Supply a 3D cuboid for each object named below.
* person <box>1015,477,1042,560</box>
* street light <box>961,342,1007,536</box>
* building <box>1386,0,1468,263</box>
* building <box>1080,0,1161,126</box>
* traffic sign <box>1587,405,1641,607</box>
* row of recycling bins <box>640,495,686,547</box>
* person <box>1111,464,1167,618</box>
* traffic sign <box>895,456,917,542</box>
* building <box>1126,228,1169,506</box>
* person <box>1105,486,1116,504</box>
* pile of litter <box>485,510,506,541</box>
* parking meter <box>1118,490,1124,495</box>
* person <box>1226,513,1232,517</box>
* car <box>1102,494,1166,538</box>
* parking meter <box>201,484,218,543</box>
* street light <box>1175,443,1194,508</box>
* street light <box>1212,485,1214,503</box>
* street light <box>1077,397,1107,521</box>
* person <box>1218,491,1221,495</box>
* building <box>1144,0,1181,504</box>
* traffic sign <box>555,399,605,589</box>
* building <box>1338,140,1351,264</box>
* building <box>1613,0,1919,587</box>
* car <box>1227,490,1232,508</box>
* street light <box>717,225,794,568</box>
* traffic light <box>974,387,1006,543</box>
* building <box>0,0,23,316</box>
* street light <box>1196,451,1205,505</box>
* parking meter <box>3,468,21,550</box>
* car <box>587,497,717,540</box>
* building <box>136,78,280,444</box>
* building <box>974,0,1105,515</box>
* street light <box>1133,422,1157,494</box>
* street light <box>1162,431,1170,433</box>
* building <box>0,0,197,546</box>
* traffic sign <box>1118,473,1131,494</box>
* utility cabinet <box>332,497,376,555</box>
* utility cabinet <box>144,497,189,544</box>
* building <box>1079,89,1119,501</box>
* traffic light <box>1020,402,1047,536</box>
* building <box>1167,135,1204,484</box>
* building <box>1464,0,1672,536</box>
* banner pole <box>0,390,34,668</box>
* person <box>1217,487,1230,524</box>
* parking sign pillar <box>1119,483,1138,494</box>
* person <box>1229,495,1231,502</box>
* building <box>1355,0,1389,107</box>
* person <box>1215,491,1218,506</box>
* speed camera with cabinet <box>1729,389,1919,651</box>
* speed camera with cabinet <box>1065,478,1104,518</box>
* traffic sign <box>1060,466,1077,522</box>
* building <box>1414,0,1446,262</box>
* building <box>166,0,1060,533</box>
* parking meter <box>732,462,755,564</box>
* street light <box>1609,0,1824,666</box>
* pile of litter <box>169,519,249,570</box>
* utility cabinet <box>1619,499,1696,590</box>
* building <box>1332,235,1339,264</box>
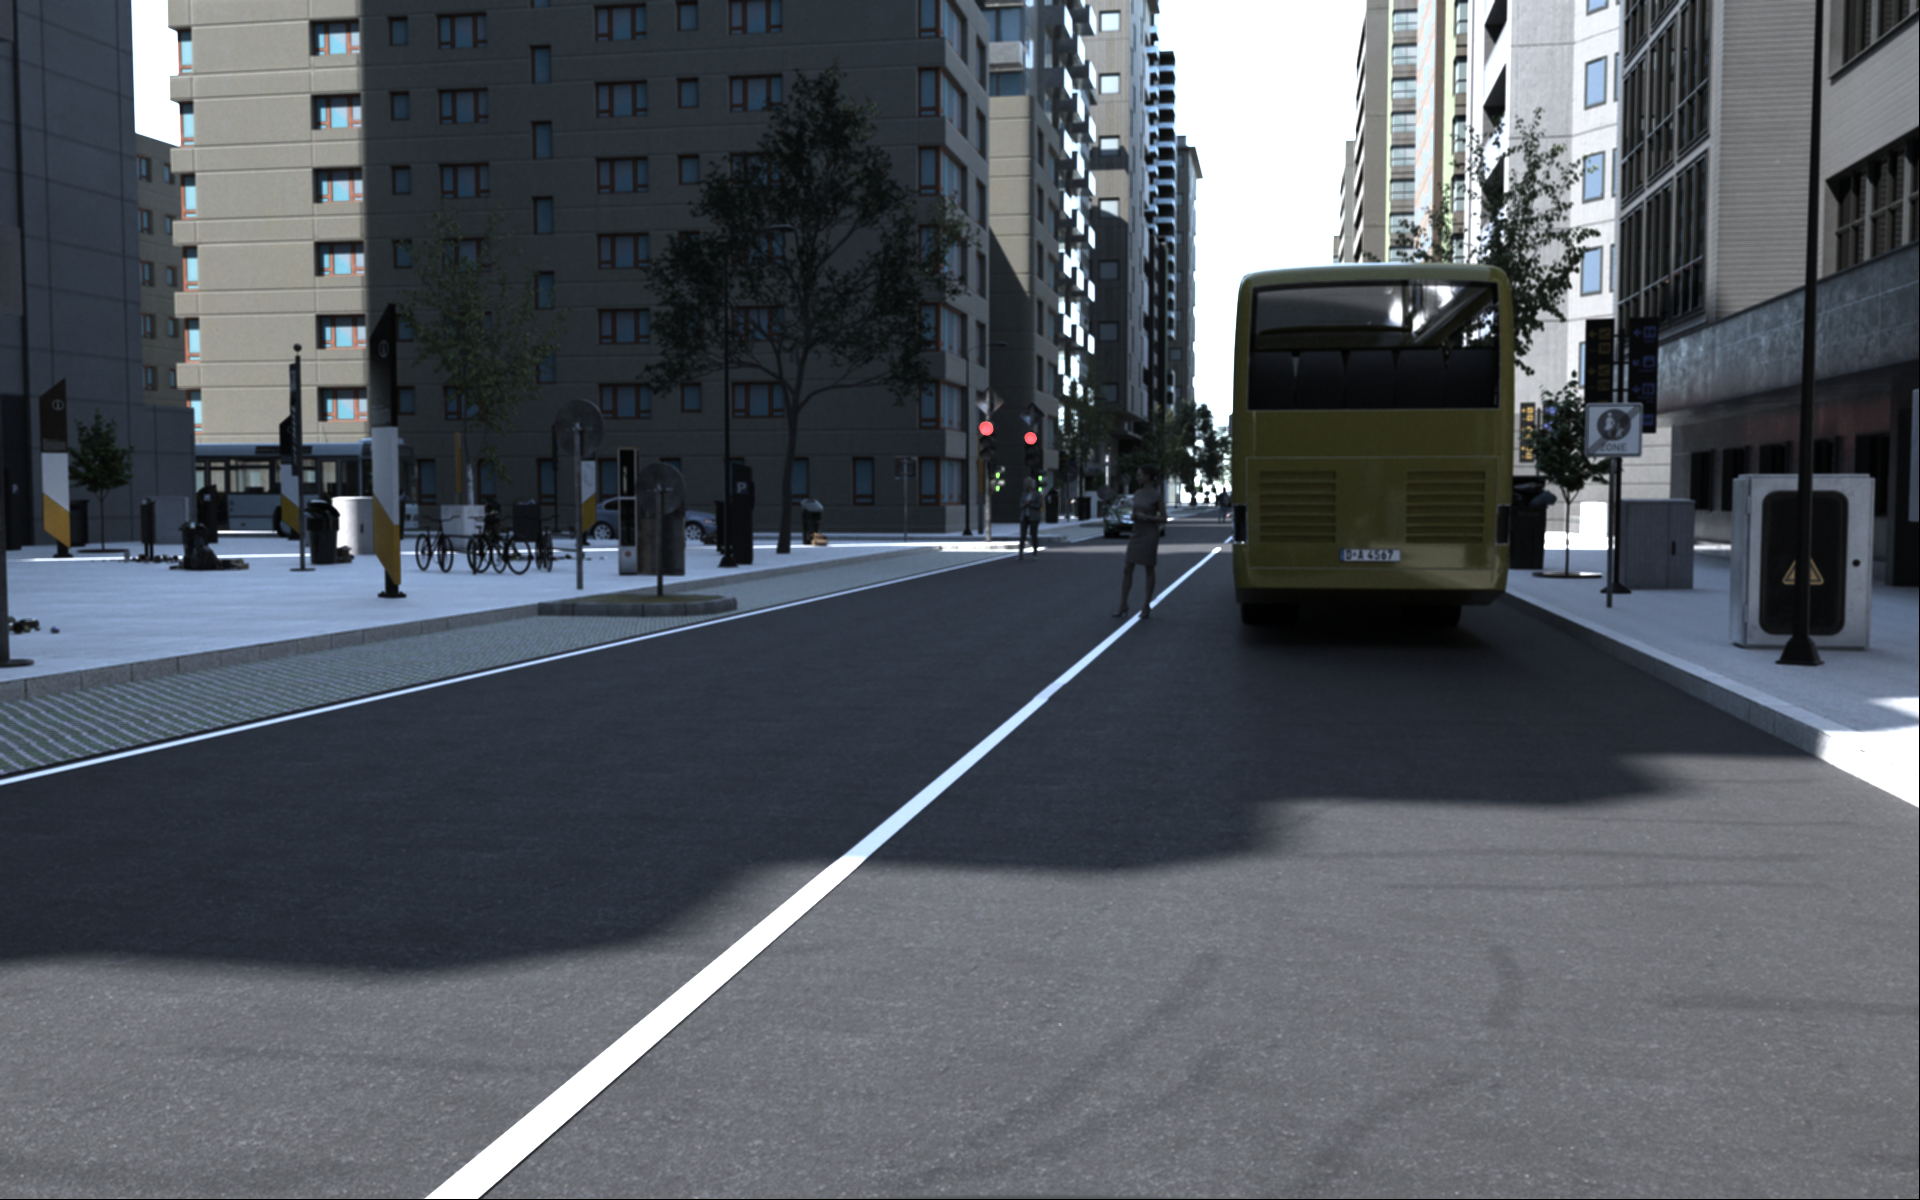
[{"bbox_3d":[1.524,-1.774,37.681,0.537,1.800,0.526,2,4,35],"label":"person"},{"bbox_3d":[0.760,-4.936,53.245,1.470,5.913,1.316,1,4,11],"label":"street light"},{"bbox_3d":[40.858,-27.749,137.289,14.154,41.232,14.086,1,4,11],"label":"building"},{"bbox_3d":[4.022,-35.370,167.537,28.713,52.752,27.495,1,4,11],"label":"building"},{"bbox_3d":[7.347,-1.064,19.532,0.606,2.300,0.079,1,4,11],"label":"traffic sign"},{"bbox_3d":[-7.318,-2.111,41.634,1.069,1.692,3.534,-1,4,-22],"label":"row of recycling bins"},{"bbox_3d":[2.085,-0.687,20.075,0.599,1.781,0.374,3,5,44],"label":"person"},{"bbox_3d":[-1.462,-2.716,46.530,0.606,2.300,0.079,1,4,15],"label":"traffic sign"},{"bbox_3d":[14.996,-25.432,187.510,14.160,30.474,14.107,1,4,11],"label":"building"},{"bbox_3d":[6.898,-4.346,79.808,0.600,1.795,0.529,0,4,8],"label":"person"},{"bbox_3d":[-13.058,-2.053,47.539,1.176,0.858,1.719,-2,4,-32],"label":"pile of litter"},{"bbox_3d":[10.279,-6.248,110.559,0.372,1.533,0.369,0,3,0],"label":"parking meter"},{"bbox_3d":[12.637,-3.951,78.595,0.738,1.151,1.012,-1,4,-18],"label":"person"},{"bbox_3d":[5.890,-2.832,58.099,2.131,1.459,4.920,1,4,10],"label":"car"},{"bbox_3d":[-19.649,-2.259,45.338,0.372,1.533,0.369,0,3,0],"label":"parking meter"},{"bbox_3d":[20.282,-11.343,157.994,1.470,5.913,1.316,1,4,11],"label":"street light"},{"bbox_3d":[30.073,-14.537,210.222,1.470,5.913,1.316,1,4,11],"label":"street light"},{"bbox_3d":[6.380,-6.777,83.337,1.470,5.913,1.316,1,4,11],"label":"street light"},{"bbox_3d":[32.147,-12.576,214.208,1.348,1.812,0.705,-3,5,-40],"label":"person"},{"bbox_3d":[18.582,-56.010,228.433,22.319,86.520,31.000,1,4,11],"label":"building"},{"bbox_3d":[-5.127,-1.417,23.281,0.768,2.556,0.104,1,4,20],"label":"traffic sign"},{"bbox_3d":[60.012,-36.700,223.753,21.300,48.544,21.600,1,4,11],"label":"building"},{"bbox_3d":[18.719,-12.465,22.870,14.314,24.678,30.058,1,4,11],"label":"building"},{"bbox_3d":[24.357,-8.831,153.052,2.281,1.827,5.304,1,4,9],"label":"car"},{"bbox_3d":[-3.546,-3.523,30.138,1.470,5.913,1.316,1,4,11],"label":"street light"},{"bbox_3d":[0.759,-3.443,45.211,0.839,4.253,0.868,1,4,11],"label":"traffic light"},{"bbox_3d":[-23.956,-23.827,9.180,23.786,49.044,30.456,1,4,11],"label":"building"},{"bbox_3d":[25.800,-13.134,187.273,1.470,5.913,1.316,1,4,11],"label":"street light"},{"bbox_3d":[-21.661,-2.068,39.524,0.255,1.863,0.399,0,4,4],"label":"parking meter"},{"bbox_3d":[-8.861,-2.339,50.250,4.499,1.417,2.014,1,4,12],"label":"car"},{"bbox_3d":[-53.975,-14.557,83.046,28.899,21.520,27.650,1,4,11],"label":"building"},{"bbox_3d":[-3.495,-29.897,108.420,23.786,49.044,30.456,1,4,11],"label":"building"},{"bbox_3d":[11.854,-8.564,112.568,1.470,5.913,1.316,1,4,11],"label":"street light"},{"bbox_3d":[14.877,-9.537,128.472,1.470,5.913,1.316,1,4,11],"label":"street light"},{"bbox_3d":[-33.725,-36.747,39.059,20.611,71.187,20.563,1,4,11],"label":"building"},{"bbox_3d":[10.058,-6.481,106.070,0.768,2.556,0.104,1,4,19],"label":"traffic sign"},{"bbox_3d":[-12.812,-1.569,36.814,1.020,1.237,0.306,1,4,13],"label":"utility cabinet"},{"bbox_3d":[-20.228,-2.020,44.185,1.020,1.237,0.306,0,4,-3],"label":"utility cabinet"},{"bbox_3d":[-2.303,-27.546,142.265,32.217,40.220,23.993,1,4,11],"label":"building"},{"bbox_3d":[2.223,-3.923,53.061,0.839,4.253,0.868,1,4,11],"label":"traffic light"},{"bbox_3d":[21.366,-40.993,259.470,28.713,52.752,27.495,1,4,11],"label":"building"},{"bbox_3d":[32.683,-31.559,57.988,28.212,58.520,21.231,1,4,11],"label":"building"},{"bbox_3d":[-7.356,-1.403,12.964,0.863,3.779,0.401,2,4,30],"label":"banner pole"},{"bbox_3d":[12.775,-4.599,84.036,0.623,1.781,0.721,0,4,4],"label":"person"},{"bbox_3d":[11.997,-8.244,123.260,1.447,3.967,1.447,1,4,21],"label":"parking sign pillar"},{"bbox_3d":[19.334,-6.946,121.837,0.659,1.850,0.755,3,4,38],"label":"person"},{"bbox_3d":[46.453,-32.481,154.766,21.300,48.544,21.600,1,4,11],"label":"building"},{"bbox_3d":[27.204,-10.637,183.143,0.721,1.736,1.217,2,4,29],"label":"person"},{"bbox_3d":[7.522,-1.219,14.269,2.038,3.252,0.660,1,4,13],"label":"speed camera with cabinet"},{"bbox_3d":[6.647,-5.996,92.368,2.038,3.252,0.660,0,4,7],"label":"speed camera with cabinet"},{"bbox_3d":[4.946,-4.830,79.083,0.768,2.556,0.104,1,4,18],"label":"traffic sign"},{"bbox_3d":[34.343,-27.612,101.569,14.600,45.320,14.200,1,4,11],"label":"building"},{"bbox_3d":[-11.421,-13.911,72.480,27.650,21.520,28.899,1,4,11],"label":"building"},{"bbox_3d":[-3.953,-1.584,31.615,0.399,1.863,0.255,0,4,0],"label":"parking meter"},{"bbox_3d":[5.825,-2.476,13.029,1.470,5.913,1.316,1,4,11],"label":"street light"},{"bbox_3d":[-12.875,-0.960,29.669,1.176,0.858,1.719,-3,4,-36],"label":"pile of litter"},{"bbox_3d":[9.400,-0.750,23.428,1.020,1.237,0.306,-1,4,-11],"label":"utility cabinet"},{"bbox_3d":[65.426,-36.028,272.644,14.154,41.232,14.086,1,4,11],"label":"building"}]
